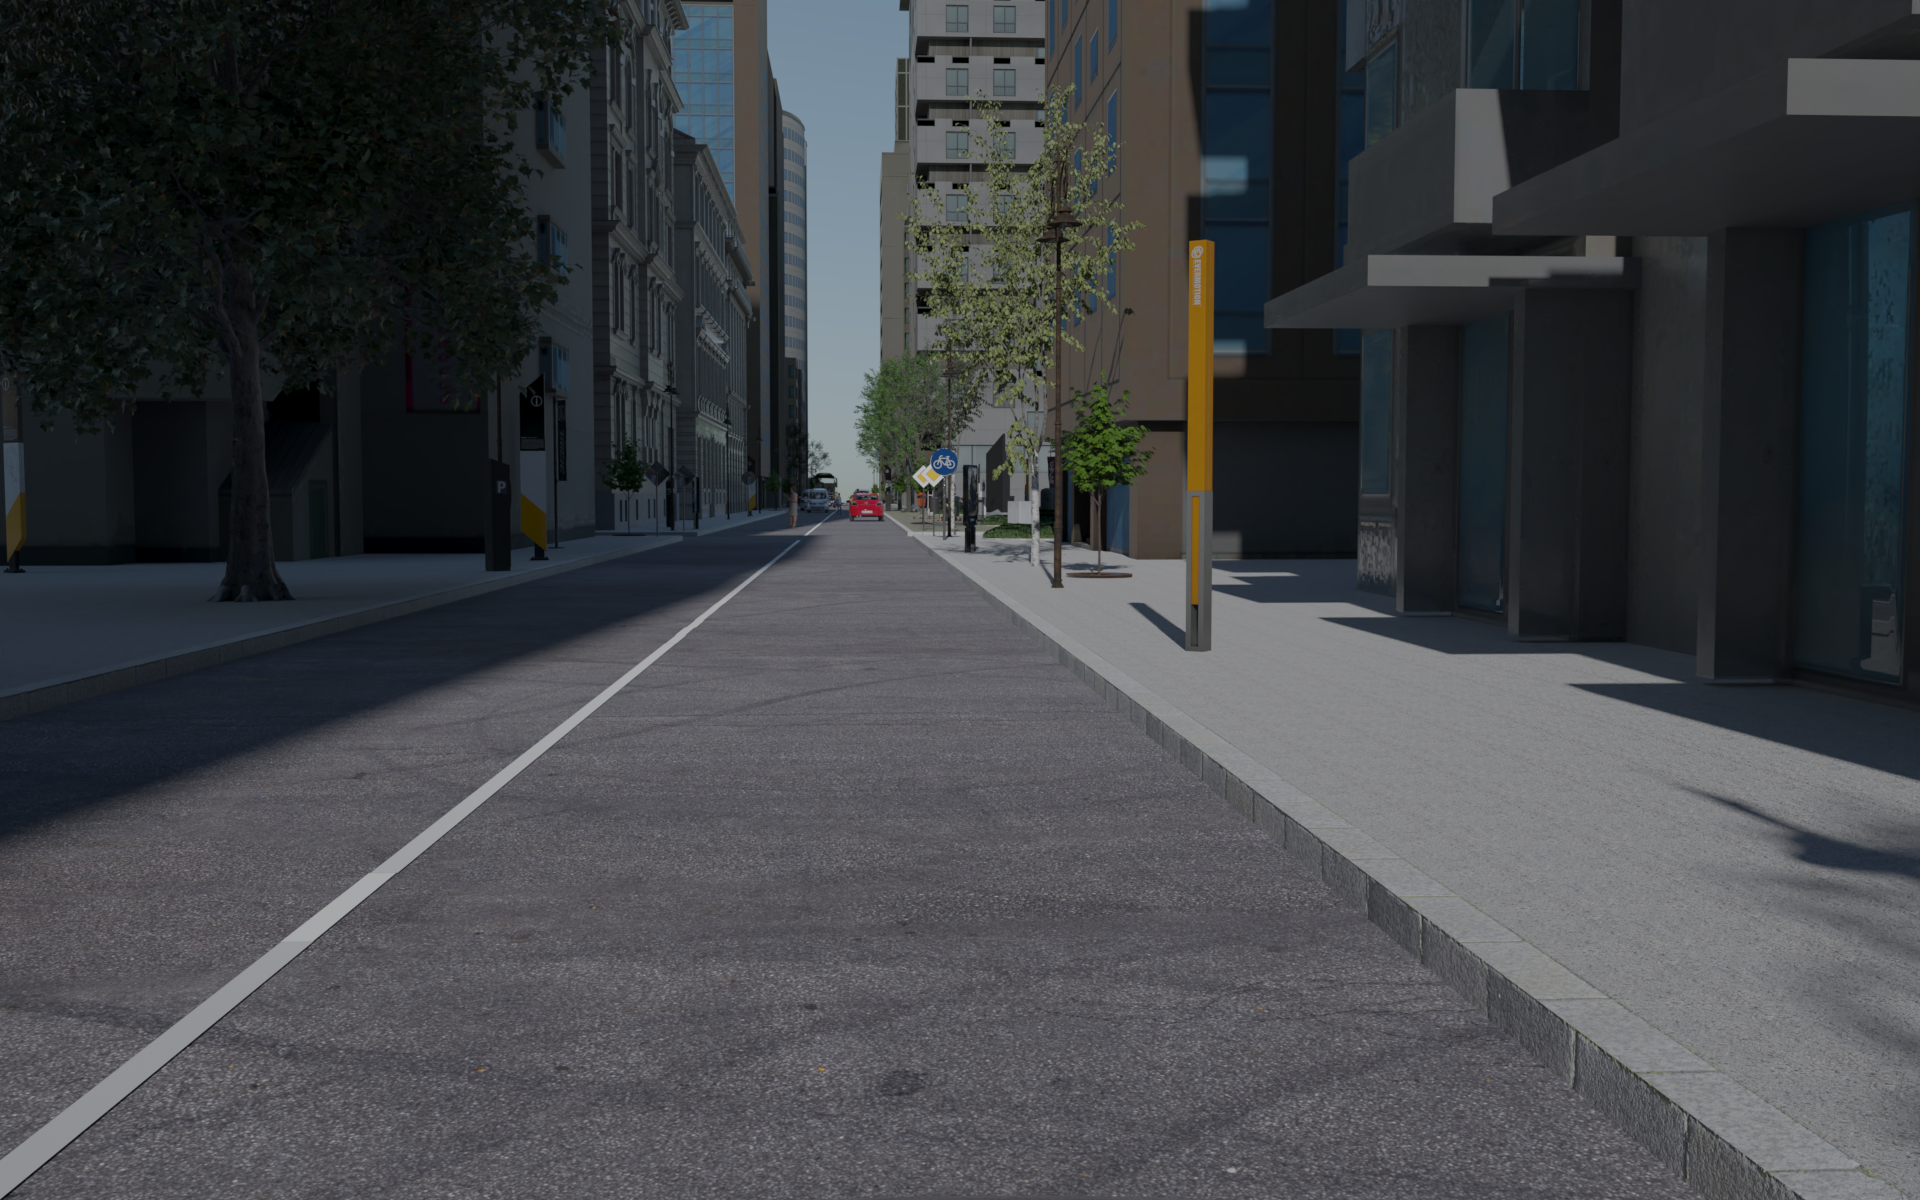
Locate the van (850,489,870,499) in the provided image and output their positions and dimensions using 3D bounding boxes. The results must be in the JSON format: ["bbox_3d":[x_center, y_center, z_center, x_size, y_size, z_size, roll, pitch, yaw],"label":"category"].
[{"bbox_3d":[-8.463,-8.707,149.377,2.013,2.044,4.112,0,4,-5],"label":"van"}]

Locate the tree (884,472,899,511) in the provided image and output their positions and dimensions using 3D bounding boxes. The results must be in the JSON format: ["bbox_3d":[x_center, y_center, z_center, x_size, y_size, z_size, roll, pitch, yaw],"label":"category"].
[{"bbox_3d":[-4.334,-8.352,131.158,1.663,3.219,1.824,0,3,0],"label":"tree"}]

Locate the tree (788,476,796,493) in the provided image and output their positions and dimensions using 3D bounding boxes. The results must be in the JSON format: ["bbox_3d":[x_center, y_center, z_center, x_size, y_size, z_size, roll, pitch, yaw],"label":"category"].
[{"bbox_3d":[-16.684,-10.517,166.561,1.663,3.219,1.824,0,3,0],"label":"tree"}]

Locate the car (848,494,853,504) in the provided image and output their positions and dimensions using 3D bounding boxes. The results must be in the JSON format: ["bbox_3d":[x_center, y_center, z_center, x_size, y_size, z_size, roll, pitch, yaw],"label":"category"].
[{"bbox_3d":[-14.442,-14.002,239.157,2.015,1.641,3.980,0,4,-4],"label":"car"}]

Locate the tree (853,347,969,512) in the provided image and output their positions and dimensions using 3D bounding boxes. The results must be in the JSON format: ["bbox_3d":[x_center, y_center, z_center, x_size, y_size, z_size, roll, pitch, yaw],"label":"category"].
[{"bbox_3d":[-3.441,-11.954,121.198,9.928,11.665,9.643,0,3,0],"label":"tree"}]

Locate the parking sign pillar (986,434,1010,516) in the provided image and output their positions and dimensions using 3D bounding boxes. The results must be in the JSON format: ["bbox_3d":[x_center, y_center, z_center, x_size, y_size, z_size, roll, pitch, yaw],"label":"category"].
[{"bbox_3d":[1.706,-5.463,77.786,1.447,3.967,1.447,-2,4,-35],"label":"parking sign pillar"}]

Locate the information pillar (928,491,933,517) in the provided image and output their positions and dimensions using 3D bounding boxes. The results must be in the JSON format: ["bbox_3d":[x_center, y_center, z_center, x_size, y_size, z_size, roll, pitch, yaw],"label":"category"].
[{"bbox_3d":[-1.670,-5.688,97.494,0.304,2.012,0.304,0,4,-5],"label":"information pillar"}]

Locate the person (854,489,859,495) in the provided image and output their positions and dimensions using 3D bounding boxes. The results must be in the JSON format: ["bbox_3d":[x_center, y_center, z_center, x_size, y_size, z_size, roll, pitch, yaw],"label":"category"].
[{"bbox_3d":[-7.728,-7.435,129.917,0.638,1.841,0.748,-2,4,-24],"label":"person"}]

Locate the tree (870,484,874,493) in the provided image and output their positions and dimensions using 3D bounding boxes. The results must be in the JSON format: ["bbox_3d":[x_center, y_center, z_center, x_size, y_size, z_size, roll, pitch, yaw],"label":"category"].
[{"bbox_3d":[-14.018,-17.833,286.168,1.663,3.219,1.824,0,3,0],"label":"tree"}]

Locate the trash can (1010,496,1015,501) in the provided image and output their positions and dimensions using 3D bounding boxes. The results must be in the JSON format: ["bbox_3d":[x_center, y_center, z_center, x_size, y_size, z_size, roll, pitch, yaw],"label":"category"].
[{"bbox_3d":[3.949,-7.576,135.525,0.748,1.137,0.748,0,3,0],"label":"trash can"}]

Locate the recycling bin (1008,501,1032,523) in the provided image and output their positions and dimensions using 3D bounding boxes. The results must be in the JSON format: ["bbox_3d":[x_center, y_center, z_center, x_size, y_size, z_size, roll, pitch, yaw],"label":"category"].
[{"bbox_3d":[2.168,-2.968,61.088,0.722,1.027,0.722,-3,4,-36],"label":"recycling bin"}]

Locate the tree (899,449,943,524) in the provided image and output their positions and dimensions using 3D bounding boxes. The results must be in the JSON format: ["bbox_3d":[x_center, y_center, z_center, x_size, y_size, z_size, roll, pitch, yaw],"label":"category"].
[{"bbox_3d":[-1.578,-4.869,74.209,1.663,3.219,1.824,0,3,0],"label":"tree"}]

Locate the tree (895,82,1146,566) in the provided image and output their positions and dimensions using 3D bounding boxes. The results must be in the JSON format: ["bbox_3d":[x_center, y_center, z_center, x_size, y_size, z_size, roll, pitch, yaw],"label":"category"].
[{"bbox_3d":[1.097,-4.902,30.511,4.737,8.622,4.395,0,3,0],"label":"tree"}]

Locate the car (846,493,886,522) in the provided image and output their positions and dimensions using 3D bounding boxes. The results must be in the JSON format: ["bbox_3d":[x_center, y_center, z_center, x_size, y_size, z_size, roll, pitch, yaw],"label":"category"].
[{"bbox_3d":[-4.972,-5.067,91.887,2.155,1.783,4.494,0,4,-4],"label":"car"}]

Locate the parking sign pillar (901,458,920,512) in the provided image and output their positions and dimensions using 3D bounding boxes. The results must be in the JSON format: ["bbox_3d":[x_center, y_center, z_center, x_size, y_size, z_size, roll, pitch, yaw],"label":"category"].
[{"bbox_3d":[-3.641,-8.495,127.361,1.447,3.967,1.447,0,4,6],"label":"parking sign pillar"}]

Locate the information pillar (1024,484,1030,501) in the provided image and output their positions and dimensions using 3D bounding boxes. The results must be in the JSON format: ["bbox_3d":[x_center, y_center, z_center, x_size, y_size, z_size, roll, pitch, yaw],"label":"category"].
[{"bbox_3d":[4.860,-7.409,125.631,0.304,2.012,0.304,1,4,18],"label":"information pillar"}]

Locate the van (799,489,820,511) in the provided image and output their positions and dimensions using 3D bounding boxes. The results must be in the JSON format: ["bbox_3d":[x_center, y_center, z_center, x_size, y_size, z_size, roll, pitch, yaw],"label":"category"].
[{"bbox_3d":[-12.919,-8.732,149.773,2.013,2.044,4.112,0,4,-3],"label":"van"}]

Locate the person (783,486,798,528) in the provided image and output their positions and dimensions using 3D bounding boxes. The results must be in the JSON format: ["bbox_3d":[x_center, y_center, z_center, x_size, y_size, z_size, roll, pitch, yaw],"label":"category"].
[{"bbox_3d":[-7.236,-3.972,73.803,0.532,1.782,0.716,-2,4,-33],"label":"person"}]

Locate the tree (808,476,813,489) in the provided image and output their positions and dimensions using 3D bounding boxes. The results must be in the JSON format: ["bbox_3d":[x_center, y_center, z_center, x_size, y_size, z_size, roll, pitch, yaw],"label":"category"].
[{"bbox_3d":[-24.766,-18.904,292.794,4.285,4.588,4.351,0,3,0],"label":"tree"}]

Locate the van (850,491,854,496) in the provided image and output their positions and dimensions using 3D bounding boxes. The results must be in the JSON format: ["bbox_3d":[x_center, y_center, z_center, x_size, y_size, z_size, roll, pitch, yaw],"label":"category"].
[{"bbox_3d":[-15.423,-15.419,259.114,2.013,2.044,4.112,0,4,-4],"label":"van"}]

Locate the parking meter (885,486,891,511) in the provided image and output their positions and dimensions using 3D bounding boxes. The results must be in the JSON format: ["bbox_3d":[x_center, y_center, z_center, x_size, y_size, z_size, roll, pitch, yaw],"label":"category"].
[{"bbox_3d":[-5.345,-7.518,128.623,0.399,1.863,0.255,0,4,2],"label":"parking meter"}]

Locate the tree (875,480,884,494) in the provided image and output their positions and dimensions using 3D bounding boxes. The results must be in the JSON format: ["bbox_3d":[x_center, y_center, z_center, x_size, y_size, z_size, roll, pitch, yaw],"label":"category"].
[{"bbox_3d":[-7.473,-11.466,182.077,1.663,3.219,1.824,0,3,0],"label":"tree"}]

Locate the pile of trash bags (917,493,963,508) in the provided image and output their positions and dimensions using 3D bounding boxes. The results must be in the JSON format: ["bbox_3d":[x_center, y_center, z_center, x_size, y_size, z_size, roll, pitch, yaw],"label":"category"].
[{"bbox_3d":[-1.119,-6.304,112.820,3.447,1.369,1.912,1,4,11],"label":"pile of trash bags"}]

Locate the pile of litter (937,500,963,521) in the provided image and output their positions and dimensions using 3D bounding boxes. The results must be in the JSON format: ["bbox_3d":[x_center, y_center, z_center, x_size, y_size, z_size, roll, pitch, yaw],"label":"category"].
[{"bbox_3d":[-0.484,-4.174,82.206,1.176,0.858,1.719,-3,4,-37],"label":"pile of litter"}]

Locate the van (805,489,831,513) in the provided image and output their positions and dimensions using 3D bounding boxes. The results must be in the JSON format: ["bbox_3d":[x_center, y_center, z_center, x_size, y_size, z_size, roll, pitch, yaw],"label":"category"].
[{"bbox_3d":[-10.935,-7.731,133.407,2.013,2.044,4.112,0,4,-3],"label":"van"}]

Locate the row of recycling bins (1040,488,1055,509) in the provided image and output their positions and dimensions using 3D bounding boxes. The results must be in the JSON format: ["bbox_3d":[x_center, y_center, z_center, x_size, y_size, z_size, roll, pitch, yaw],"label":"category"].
[{"bbox_3d":[6.221,-6.720,116.982,1.069,1.692,3.534,1,4,17],"label":"row of recycling bins"}]

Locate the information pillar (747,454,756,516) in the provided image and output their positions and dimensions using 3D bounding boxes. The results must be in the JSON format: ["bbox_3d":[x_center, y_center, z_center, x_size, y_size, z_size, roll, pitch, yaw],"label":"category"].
[{"bbox_3d":[-12.224,-6.729,101.379,0.504,3.616,0.183,-1,4,-9],"label":"information pillar"}]

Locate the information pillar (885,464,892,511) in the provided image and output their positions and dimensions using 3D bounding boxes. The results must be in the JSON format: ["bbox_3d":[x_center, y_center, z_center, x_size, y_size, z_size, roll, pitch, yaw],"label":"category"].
[{"bbox_3d":[-5.577,-8.761,134.593,0.504,3.616,0.183,-1,4,-10],"label":"information pillar"}]

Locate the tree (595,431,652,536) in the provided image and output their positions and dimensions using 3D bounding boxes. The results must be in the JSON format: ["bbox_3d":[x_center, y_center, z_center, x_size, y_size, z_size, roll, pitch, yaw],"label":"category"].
[{"bbox_3d":[-10.183,-3.585,53.217,1.663,3.219,1.824,0,3,0],"label":"tree"}]

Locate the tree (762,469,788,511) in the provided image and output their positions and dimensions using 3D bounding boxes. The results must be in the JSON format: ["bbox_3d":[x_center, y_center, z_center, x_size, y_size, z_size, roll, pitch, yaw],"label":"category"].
[{"bbox_3d":[-14.500,-8.520,133.907,1.663,3.219,1.824,0,3,0],"label":"tree"}]

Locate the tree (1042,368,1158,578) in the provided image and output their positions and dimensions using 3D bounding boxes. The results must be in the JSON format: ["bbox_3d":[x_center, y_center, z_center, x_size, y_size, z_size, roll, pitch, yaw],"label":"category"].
[{"bbox_3d":[2.178,-1.957,26.597,1.663,3.219,1.824,0,3,0],"label":"tree"}]

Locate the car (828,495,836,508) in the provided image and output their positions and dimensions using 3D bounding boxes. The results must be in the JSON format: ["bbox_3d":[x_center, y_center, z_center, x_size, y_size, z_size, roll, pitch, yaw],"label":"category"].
[{"bbox_3d":[-13.730,-10.221,179.685,1.945,1.354,3.894,0,4,-4],"label":"car"}]

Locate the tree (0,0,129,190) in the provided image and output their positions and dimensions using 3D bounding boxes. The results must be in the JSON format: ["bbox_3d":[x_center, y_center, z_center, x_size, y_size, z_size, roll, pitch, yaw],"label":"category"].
[{"bbox_3d":[-8.031,-3.770,11.999,4.360,8.622,3.978,0,3,0],"label":"tree"}]

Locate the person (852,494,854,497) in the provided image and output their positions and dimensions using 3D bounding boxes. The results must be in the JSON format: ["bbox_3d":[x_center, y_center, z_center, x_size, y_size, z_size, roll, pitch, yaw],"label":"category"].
[{"bbox_3d":[-12.602,-12.340,210.278,1.348,1.821,0.705,1,4,11],"label":"person"}]

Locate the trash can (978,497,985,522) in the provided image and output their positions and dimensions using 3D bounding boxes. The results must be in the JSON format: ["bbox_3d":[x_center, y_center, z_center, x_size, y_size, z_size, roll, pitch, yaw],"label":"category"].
[{"bbox_3d":[0.805,-4.183,80.045,0.748,1.137,0.748,0,3,0],"label":"trash can"}]

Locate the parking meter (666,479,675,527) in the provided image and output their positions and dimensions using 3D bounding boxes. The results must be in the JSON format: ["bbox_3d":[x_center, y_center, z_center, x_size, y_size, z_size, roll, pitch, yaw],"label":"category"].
[{"bbox_3d":[-11.190,-3.744,66.918,0.255,1.863,0.399,1,4,8],"label":"parking meter"}]

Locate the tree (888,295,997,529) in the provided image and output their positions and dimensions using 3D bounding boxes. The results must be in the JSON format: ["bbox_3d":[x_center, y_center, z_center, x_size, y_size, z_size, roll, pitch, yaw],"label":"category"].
[{"bbox_3d":[-0.385,-6.966,64.263,4.360,8.622,3.978,0,3,0],"label":"tree"}]

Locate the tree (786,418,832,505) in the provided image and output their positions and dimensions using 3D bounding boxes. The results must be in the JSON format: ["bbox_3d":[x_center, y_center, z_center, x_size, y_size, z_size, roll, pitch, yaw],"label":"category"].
[{"bbox_3d":[-19.825,-16.993,212.251,8.767,10.594,7.601,-1,4,-11],"label":"tree"}]

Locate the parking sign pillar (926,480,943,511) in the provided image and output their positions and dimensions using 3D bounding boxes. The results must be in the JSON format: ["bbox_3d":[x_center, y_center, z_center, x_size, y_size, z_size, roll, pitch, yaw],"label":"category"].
[{"bbox_3d":[-1.878,-8.893,133.874,1.447,3.967,1.447,0,4,2],"label":"parking sign pillar"}]

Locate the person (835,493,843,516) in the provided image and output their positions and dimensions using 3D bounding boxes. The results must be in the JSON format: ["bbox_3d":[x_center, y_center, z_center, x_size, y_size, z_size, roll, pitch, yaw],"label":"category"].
[{"bbox_3d":[-7.790,-6.174,112.038,0.523,1.515,0.503,1,4,22],"label":"person"}]

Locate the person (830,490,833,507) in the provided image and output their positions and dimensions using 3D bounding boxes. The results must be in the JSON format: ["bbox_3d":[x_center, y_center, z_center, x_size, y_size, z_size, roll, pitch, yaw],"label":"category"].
[{"bbox_3d":[-14.285,-11.281,192.575,0.705,1.869,1.348,0,4,-5],"label":"person"}]

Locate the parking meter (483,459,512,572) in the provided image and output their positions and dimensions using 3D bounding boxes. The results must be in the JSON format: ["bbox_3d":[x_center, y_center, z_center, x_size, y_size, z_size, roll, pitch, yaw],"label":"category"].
[{"bbox_3d":[-7.692,-1.414,28.832,0.255,1.863,0.399,3,4,39],"label":"parking meter"}]

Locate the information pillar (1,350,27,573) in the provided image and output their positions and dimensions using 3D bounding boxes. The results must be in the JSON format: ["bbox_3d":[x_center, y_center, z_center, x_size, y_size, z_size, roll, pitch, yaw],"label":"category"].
[{"bbox_3d":[-15.336,-2.245,28.061,0.504,3.616,0.183,2,4,35],"label":"information pillar"}]

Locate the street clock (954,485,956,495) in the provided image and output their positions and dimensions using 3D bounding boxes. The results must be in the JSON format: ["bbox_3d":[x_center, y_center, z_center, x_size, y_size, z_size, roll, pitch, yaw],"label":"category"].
[{"bbox_3d":[-0.469,-7.816,132.364,0.358,2.002,0.471,0,4,-6],"label":"street clock"}]

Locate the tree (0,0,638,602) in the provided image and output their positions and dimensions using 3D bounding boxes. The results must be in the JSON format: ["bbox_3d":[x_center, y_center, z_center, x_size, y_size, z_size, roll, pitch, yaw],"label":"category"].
[{"bbox_3d":[-8.671,-6.345,20.747,9.611,12.733,9.660,0,3,0],"label":"tree"}]

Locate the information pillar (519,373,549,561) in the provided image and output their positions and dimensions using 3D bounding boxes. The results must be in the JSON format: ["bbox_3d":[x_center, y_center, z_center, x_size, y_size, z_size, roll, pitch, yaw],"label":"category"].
[{"bbox_3d":[-8.213,-2.570,33.382,0.504,3.616,0.183,-1,4,-10],"label":"information pillar"}]

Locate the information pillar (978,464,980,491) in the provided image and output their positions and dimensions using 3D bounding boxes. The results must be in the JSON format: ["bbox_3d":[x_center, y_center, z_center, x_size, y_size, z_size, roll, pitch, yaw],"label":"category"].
[{"bbox_3d":[1.465,-8.726,134.020,0.183,3.616,0.504,0,4,-8],"label":"information pillar"}]
